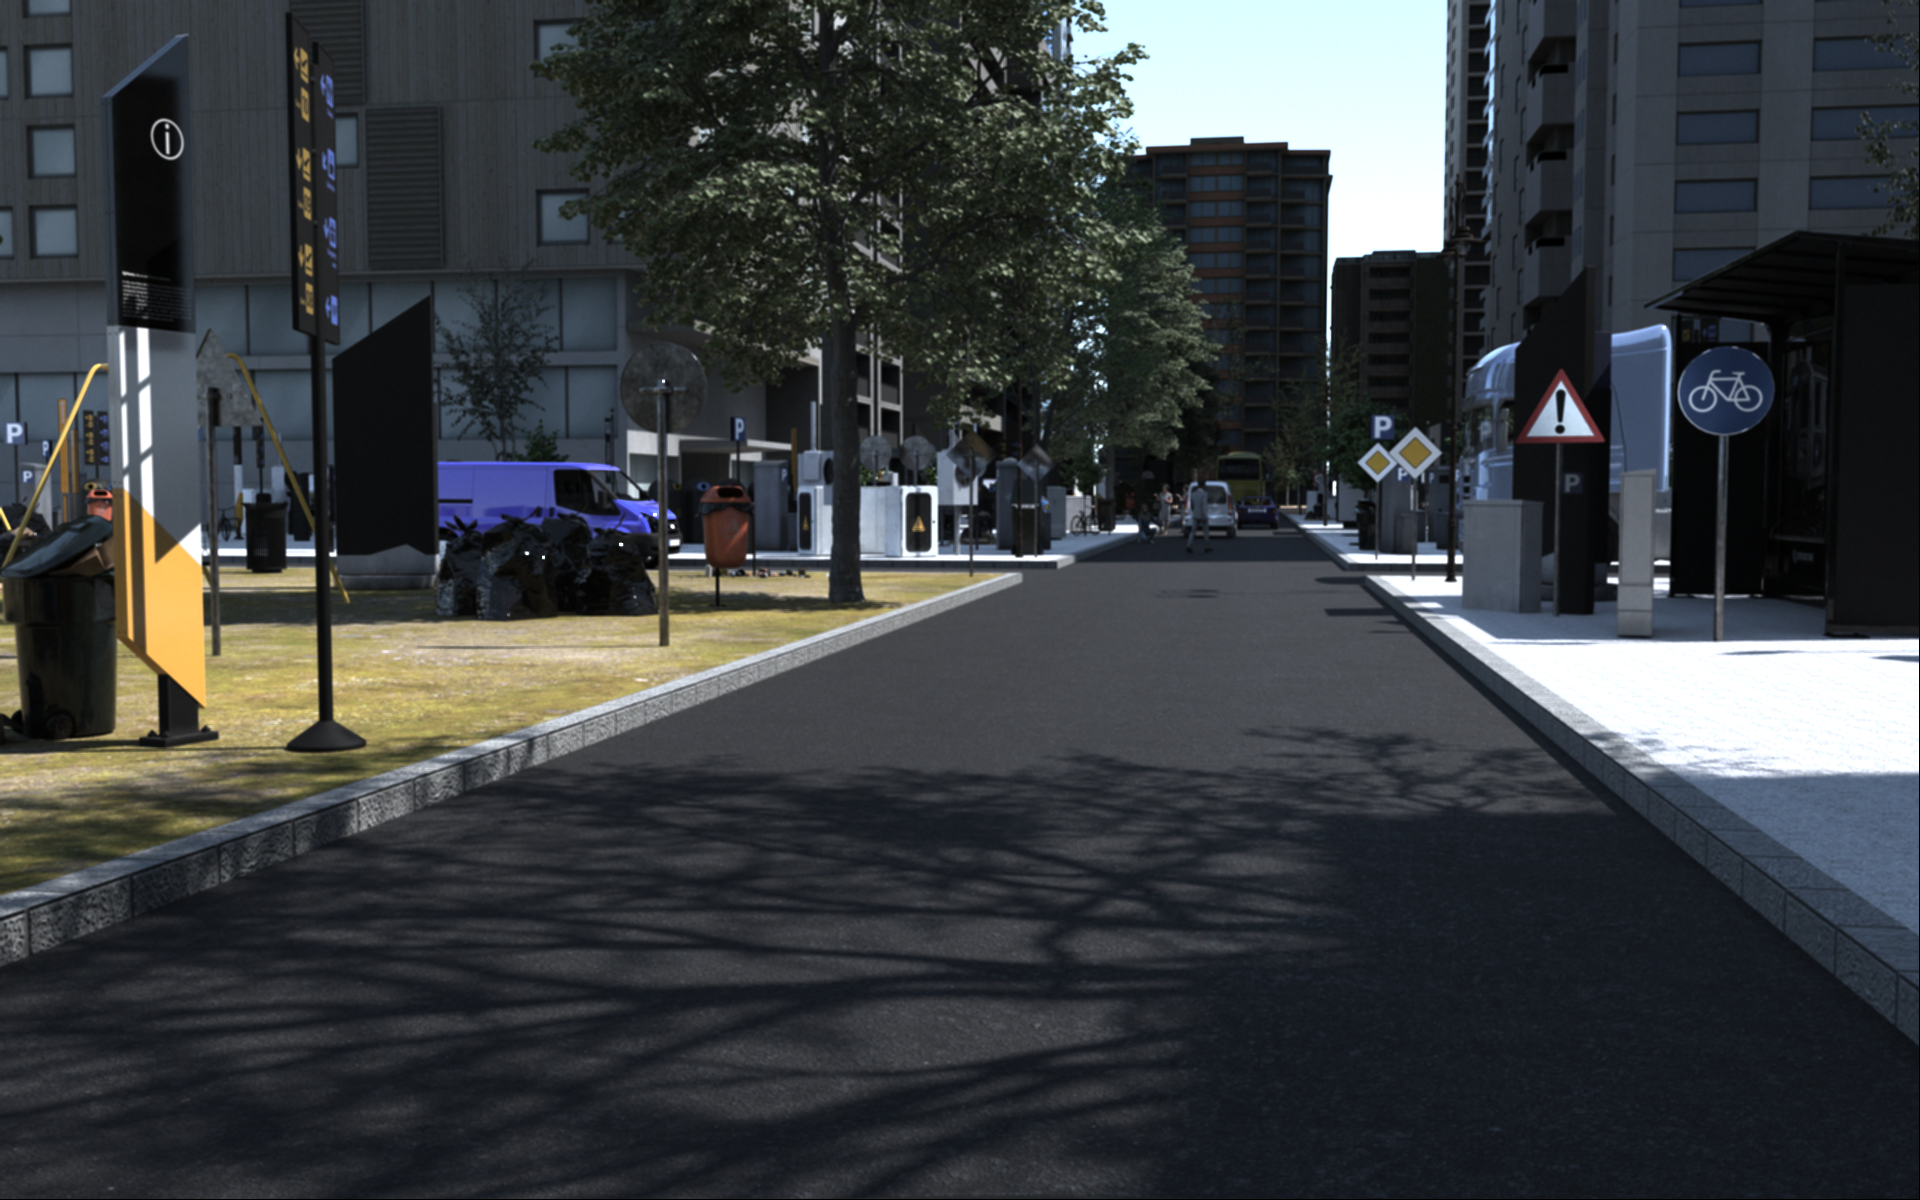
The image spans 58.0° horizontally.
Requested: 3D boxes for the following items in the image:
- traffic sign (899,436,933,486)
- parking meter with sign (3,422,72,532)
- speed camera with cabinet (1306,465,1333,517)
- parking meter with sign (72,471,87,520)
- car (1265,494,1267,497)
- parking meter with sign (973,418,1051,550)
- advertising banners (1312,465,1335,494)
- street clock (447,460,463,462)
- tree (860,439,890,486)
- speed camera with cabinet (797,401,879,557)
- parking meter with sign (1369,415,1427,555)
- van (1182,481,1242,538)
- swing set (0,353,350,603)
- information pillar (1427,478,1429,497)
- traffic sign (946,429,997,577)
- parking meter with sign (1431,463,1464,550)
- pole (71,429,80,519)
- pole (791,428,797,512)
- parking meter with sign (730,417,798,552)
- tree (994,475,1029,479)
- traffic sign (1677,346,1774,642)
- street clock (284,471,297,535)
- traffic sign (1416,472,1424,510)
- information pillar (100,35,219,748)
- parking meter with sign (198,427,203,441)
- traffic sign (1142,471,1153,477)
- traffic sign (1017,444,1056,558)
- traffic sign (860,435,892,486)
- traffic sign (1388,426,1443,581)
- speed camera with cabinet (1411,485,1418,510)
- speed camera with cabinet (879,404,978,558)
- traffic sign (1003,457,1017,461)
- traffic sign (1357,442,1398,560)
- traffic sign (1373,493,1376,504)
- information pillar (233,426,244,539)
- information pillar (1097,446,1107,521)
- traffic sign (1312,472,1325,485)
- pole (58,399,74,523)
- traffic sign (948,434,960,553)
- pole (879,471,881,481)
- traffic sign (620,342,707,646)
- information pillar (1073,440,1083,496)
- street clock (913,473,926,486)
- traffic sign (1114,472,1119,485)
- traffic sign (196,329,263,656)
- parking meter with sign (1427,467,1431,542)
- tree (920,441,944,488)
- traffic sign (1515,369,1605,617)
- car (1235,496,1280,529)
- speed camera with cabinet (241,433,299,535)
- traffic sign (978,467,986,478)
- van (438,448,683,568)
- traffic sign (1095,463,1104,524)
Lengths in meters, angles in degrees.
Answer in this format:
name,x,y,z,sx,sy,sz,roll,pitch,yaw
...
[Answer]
name,x,y,z,sx,sy,sz,roll,pitch,yaw
traffic sign,-0.973,-2.303,37.756,0.768,2.556,0.104,1,4,15
parking meter with sign,-22.832,-2.849,42.849,0.543,3.016,1.738,0,4,3
speed camera with cabinet,18.637,-5.828,89.617,0.660,3.252,2.038,3,4,37
parking meter with sign,-28.929,-3.689,56.581,0.543,3.016,1.738,3,4,39
car,19.752,-6.666,117.667,2.281,1.827,5.304,0,4,8
parking meter with sign,1.208,-2.663,39.806,1.738,3.016,0.543,-1,4,-8
advertising banners,21.740,-6.485,102.225,2.074,3.025,0.090,1,4,21
street clock,-10.689,-1.966,36.714,0.471,2.002,0.358,1,4,19
tree,-3.560,-4.085,61.394,1.663,3.219,1.824,0,3,0
speed camera with cabinet,-2.421,-2.613,37.053,2.038,3.252,0.660,1,4,16
parking meter with sign,9.395,-2.512,37.340,0.543,3.016,1.738,0,4,-8
van,8.357,-3.098,57.671,2.013,2.044,4.112,1,4,11
swing set,-9.098,-1.369,20.005,3.119,2.851,2.862,3,4,36
information pillar,21.176,-4.505,78.152,0.304,2.012,0.304,1,4,22
traffic sign,0.177,-1.415,26.771,0.795,2.450,0.064,1,4,10
parking meter with sign,11.798,-2.702,40.433,1.738,3.016,0.543,-3,5,-41
pole,-27.884,-3.716,54.601,0.158,3.312,0.155,0,3,0
pole,-5.125,-3.653,53.573,0.158,3.312,0.155,0,3,0
parking meter with sign,-4.250,-2.611,38.955,1.738,3.016,0.543,1,4,21
tree,2.574,-5.424,83.289,1.663,3.219,1.824,0,3,0
traffic sign,6.605,-0.911,15.008,0.768,2.556,0.104,1,4,17
street clock,-21.104,-3.066,54.703,0.358,2.002,0.471,0,4,7
traffic sign,17.377,-3.906,65.989,0.606,2.300,0.079,1,4,15
information pillar,-4.059,-1.064,8.748,0.183,3.616,0.504,2,4,24
parking meter with sign,-17.590,-2.649,39.567,0.543,3.016,1.738,-2,4,-25
traffic sign,10.247,-5.785,94.684,0.768,2.556,0.104,1,4,12
traffic sign,1.523,-1.896,34.642,0.795,2.450,0.064,1,4,10
traffic sign,-1.852,-2.289,37.530,0.768,2.556,0.104,1,4,16
traffic sign,6.723,-1.345,25.635,0.795,2.450,0.064,1,4,10
speed camera with cabinet,18.677,-4.770,72.327,0.660,3.252,2.038,2,4,24
speed camera with cabinet,-0.576,-2.506,35.303,2.038,3.252,0.660,-3,5,-40
traffic sign,1.721,-3.662,59.974,0.768,2.556,0.104,1,4,19
traffic sign,8.069,-1.827,33.507,0.795,2.450,0.064,1,4,10
traffic sign,11.735,-2.991,49.013,0.768,2.556,0.104,1,4,18
information pillar,-20.449,-3.529,49.058,0.183,3.616,0.504,-3,4,-38
information pillar,6.423,-5.298,77.977,0.504,3.616,0.183,-2,4,-31
traffic sign,20.770,-6.122,100.205,0.768,2.556,0.104,1,4,10
pole,-19.302,-2.660,37.326,0.158,3.312,0.155,0,3,0
traffic sign,-0.102,-2.313,37.825,0.884,2.594,0.081,1,4,19
pole,-3.059,-4.361,65.149,0.158,3.312,0.155,0,3,0
traffic sign,-2.497,-0.883,14.543,0.768,2.556,0.104,1,4,11
information pillar,4.790,-4.819,70.143,0.504,3.616,0.183,-3,5,-43
street clock,-1.399,-3.411,60.334,0.358,2.002,0.471,-3,4,-37
traffic sign,7.178,-4.849,81.407,0.606,2.300,0.079,1,4,13
traffic sign,-5.897,-0.835,13.664,0.884,2.594,0.081,1,4,14
parking meter with sign,12.887,-3.060,46.284,1.738,3.016,0.543,-1,4,-12
tree,-0.553,-4.115,61.879,1.663,3.219,1.824,0,3,0
traffic sign,6.252,-1.106,18.089,0.884,2.594,0.081,1,4,17
car,12.241,-3.604,71.499,1.945,1.354,3.894,1,4,9
speed camera with cabinet,-22.026,-3.727,55.277,0.660,3.252,2.038,1,4,23
traffic sign,0.466,-3.389,55.518,0.768,2.556,0.104,1,4,17
van,-7.919,-1.750,32.992,5.245,2.365,2.240,1,4,11
traffic sign,5.576,-4.333,70.947,0.768,2.556,0.104,1,4,15
